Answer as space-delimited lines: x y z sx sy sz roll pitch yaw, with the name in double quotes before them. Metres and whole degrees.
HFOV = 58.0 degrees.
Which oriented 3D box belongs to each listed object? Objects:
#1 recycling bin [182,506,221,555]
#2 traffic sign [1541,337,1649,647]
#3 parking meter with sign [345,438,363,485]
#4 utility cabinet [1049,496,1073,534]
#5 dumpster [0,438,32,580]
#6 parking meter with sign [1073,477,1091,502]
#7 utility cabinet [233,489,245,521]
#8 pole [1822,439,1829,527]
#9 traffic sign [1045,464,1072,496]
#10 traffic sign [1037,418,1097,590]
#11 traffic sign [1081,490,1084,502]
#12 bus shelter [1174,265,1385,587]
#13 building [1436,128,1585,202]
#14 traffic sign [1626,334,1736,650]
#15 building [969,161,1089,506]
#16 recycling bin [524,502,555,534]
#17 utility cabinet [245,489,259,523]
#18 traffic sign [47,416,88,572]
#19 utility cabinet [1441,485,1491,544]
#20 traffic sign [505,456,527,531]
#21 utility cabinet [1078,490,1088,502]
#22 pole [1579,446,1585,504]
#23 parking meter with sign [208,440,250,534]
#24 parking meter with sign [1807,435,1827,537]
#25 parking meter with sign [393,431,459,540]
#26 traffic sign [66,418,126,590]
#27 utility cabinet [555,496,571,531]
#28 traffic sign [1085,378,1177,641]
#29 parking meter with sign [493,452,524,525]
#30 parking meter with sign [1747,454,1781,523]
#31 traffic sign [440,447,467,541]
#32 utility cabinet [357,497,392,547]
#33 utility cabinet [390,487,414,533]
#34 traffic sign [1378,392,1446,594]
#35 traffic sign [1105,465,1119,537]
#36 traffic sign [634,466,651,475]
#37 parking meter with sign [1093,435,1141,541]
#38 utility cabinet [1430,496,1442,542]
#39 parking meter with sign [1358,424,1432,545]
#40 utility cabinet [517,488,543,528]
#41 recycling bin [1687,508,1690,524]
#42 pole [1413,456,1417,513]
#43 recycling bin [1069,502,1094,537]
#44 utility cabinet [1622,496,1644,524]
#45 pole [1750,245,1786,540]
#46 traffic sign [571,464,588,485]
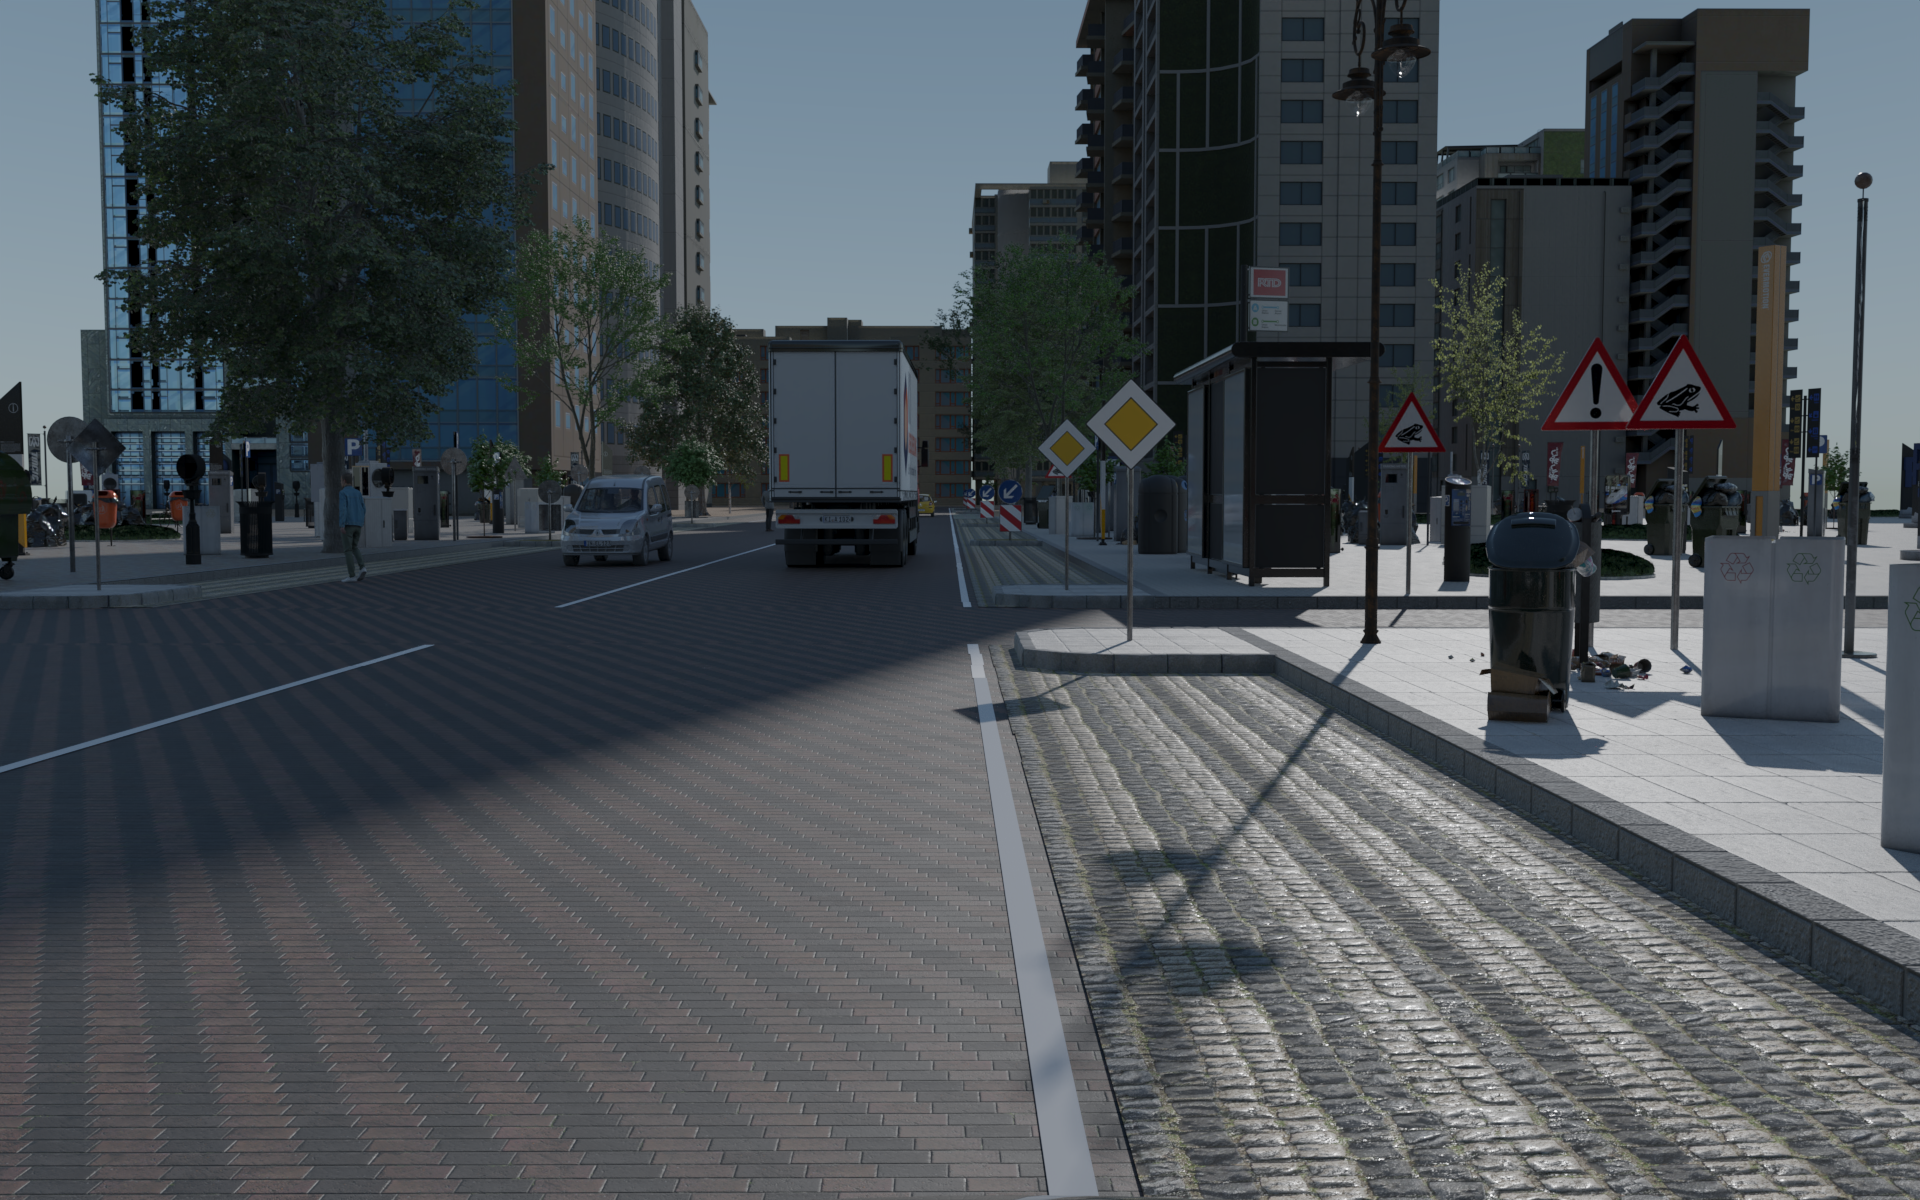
"recycling bin" -16.083 -1.479 36.730 0.722 1.027 0.722 -2 4 -24
"traffic sign" 5.290 -0.885 14.478 0.884 2.594 0.081 0 4 5
"parking meter with sign" -18.899 -3.487 53.278 0.543 3.016 1.738 0 4 0
"utility cabinet" 3.223 -2.714 55.535 0.306 1.237 1.020 2 4 35
"dumpster" -14.653 -1.378 25.030 1.502 2.255 1.985 0 4 0
"parking meter with sign" 4.602 -3.736 57.341 1.738 3.016 0.543 0 4 0
"utility cabinet" -33.075 -4.355 79.880 1.173 1.500 0.318 3 4 38
"pole" 32.324 -4.335 64.721 0.158 3.312 0.155 0 3 0
"traffic sign" 3.249 -3.502 57.265 0.884 2.594 0.081 0 4 5
"traffic sign" 1.423 -1.190 23.096 0.795 2.450 0.064 0 4 0
"traffic sign" 3.870 -3.336 54.645 0.768 2.556 0.104 0 4 3
"bus shelter" 4.761 -3.088 28.129 2.179 5.291 8.768 0 4 -1
"building" 61.874 -31.395 196.900 14.086 41.232 14.154 0 4 0
"traffic sign" 5.893 -0.869 14.217 0.884 2.594 0.081 0 4 3
"building" 13.150 -31.379 204.932 23.993 40.220 32.217 0 4 0
"recycling bin" -13.743 -2.697 56.647 0.722 1.027 0.722 3 5 39
"utility cabinet" -29.420 -3.880 72.114 0.318 1.500 1.173 -2 4 -29
"traffic sign" -14.580 -1.730 28.389 0.768 2.556 0.104 0 4 1
"utility cabinet" 12.760 -2.140 43.673 1.173 1.500 0.318 3 4 37
"traffic sign" -15.353 -3.652 59.719 0.884 2.594 0.081 0 4 7
"utility cabinet" 7.075 -5.352 96.177 1.173 1.500 0.318 3 5 44
"pole" 26.457 -4.882 73.671 0.158 3.312 0.155 0 3 0
"parking meter with sign" -24.028 -3.671 56.288 1.738 3.016 0.543 -1 4 -9
"parking meter with sign" 25.663 -3.399 51.834 0.543 3.016 1.738 2 4 30
"parking meter with sign" -14.883 -3.181 48.270 1.738 3.016 0.543 -1 4 -12
"traffic sign" -11.471 -1.185 23.019 0.795 2.450 0.064 0 4 0
"utility cabinet" -14.050 -3.046 60.960 0.306 1.237 1.020 -3 4 -38
"traffic sign" 1.484 -0.701 15.111 0.795 2.450 0.064 0 4 0
"parking meter with sign" -18.712 -4.686 72.872 1.738 3.016 0.543 -3 5 -44
"parking meter with sign" 35.154 -4.869 75.875 0.543 3.016 1.738 -1 4 -8
"traffic sign" -13.822 -2.886 47.286 0.768 2.556 0.104 1 4 9
"utility cabinet" -14.235 -1.892 42.089 0.306 1.237 1.020 1 4 20
"utility cabinet" -18.336 -2.904 56.165 1.173 1.500 0.318 1 4 13
"traffic sign" 5.759 -1.357 22.187 0.884 2.594 0.081 0 4 1
"traffic sign" 4.427 -3.015 51.419 0.606 2.300 0.079 0 4 6
"traffic sign" -14.286 -4.758 77.907 0.768 2.556 0.104 0 4 1
"parking meter with sign" 4.556 -3.103 46.997 1.738 3.016 0.543 0 4 -6
"utility cabinet" 12.969 -2.179 46.793 0.306 1.237 1.020 0 4 -1
"parking meter with sign" 10.938 -2.893 43.569 1.738 3.016 0.543 1 4 21
"utility cabinet" -15.933 -3.398 64.243 1.173 1.500 0.318 3 4 37
"recycling bin" 22.453 -2.427 52.240 0.722 1.027 0.722 0 4 -6
"pole" 24.090 -5.987 91.727 0.158 3.312 0.155 0 3 0
"recycling bin" 3.659 -2.443 52.502 0.722 1.027 0.722 -1 4 -8
"utility cabinet" 24.200 -3.146 62.595 0.306 1.237 1.020 -2 4 -27
"pole" 6.682 -1.254 14.344 0.158 3.312 0.155 0 3 0
"traffic sign" -16.251 -4.517 73.952 0.768 2.556 0.104 0 4 4
